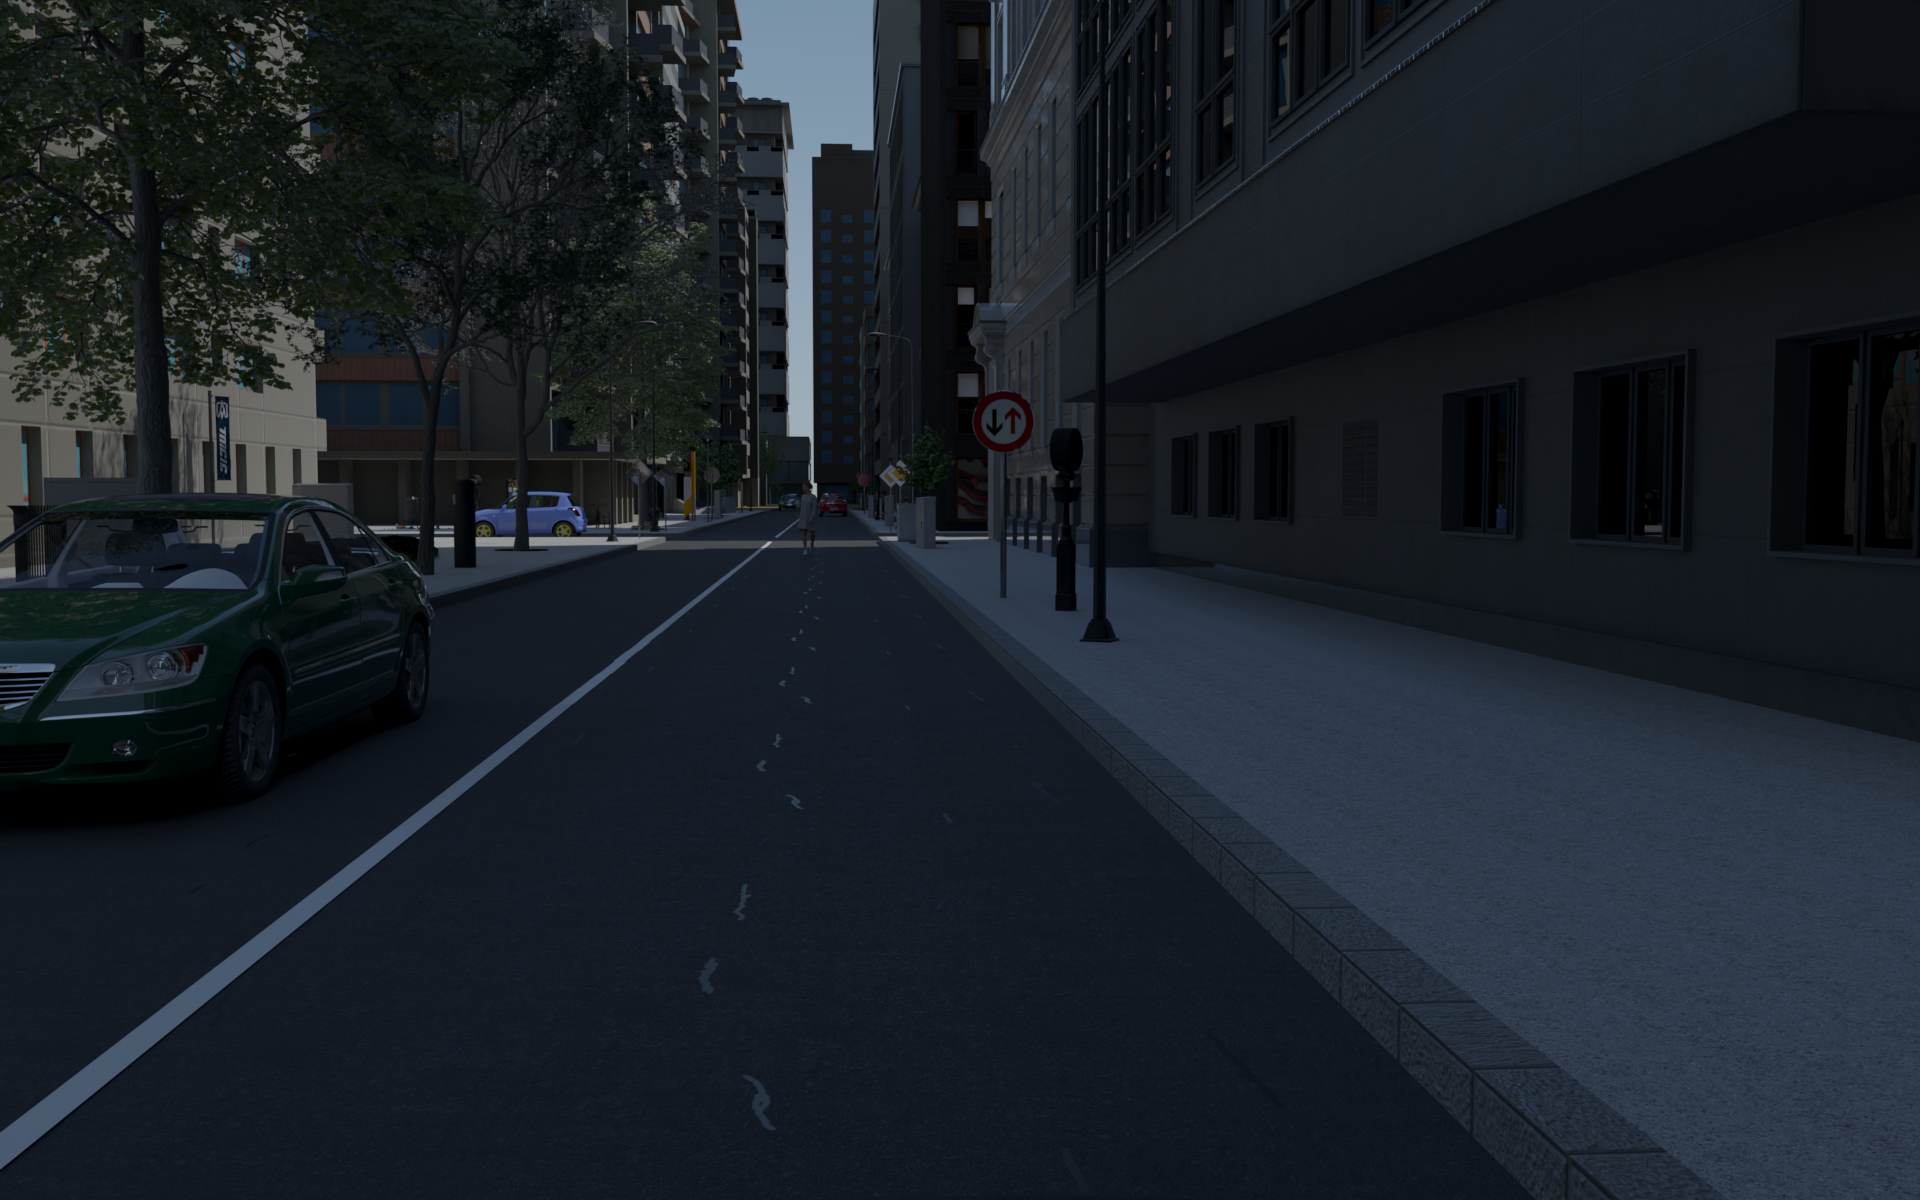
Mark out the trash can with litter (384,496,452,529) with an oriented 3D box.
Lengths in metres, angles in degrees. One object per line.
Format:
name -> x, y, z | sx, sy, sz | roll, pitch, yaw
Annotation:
trash can with litter -> -19.786, -3.202, 63.418 | 2.233, 1.210, 1.678 | 0, 4, 7

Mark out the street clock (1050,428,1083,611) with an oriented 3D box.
street clock -> 1.166, -0.883, 19.014 | 0.358, 2.002, 0.471 | 2, 4, 24

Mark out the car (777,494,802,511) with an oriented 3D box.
car -> -14.548, -8.301, 147.511 | 2.131, 1.459, 4.920 | 0, 4, -5

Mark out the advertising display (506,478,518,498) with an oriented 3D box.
advertising display -> -17.486, -3.863, 68.379 | 0.123, 1.923, 0.974 | 3, 4, 36

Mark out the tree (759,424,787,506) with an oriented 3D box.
tree -> -19.887, -14.106, 180.992 | 4.737, 8.622, 4.395 | 0, 3, 0

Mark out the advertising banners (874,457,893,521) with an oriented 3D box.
advertising banners -> -3.691, -5.345, 83.579 | 0.090, 3.025, 2.074 | -2, 4, -27

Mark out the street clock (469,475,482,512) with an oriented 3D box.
street clock -> -18.440, -3.756, 65.979 | 0.471, 2.002, 0.358 | 3, 4, 36

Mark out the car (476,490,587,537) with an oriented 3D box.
car -> -13.323, -2.659, 53.059 | 3.694, 1.707, 1.945 | 0, 4, -4

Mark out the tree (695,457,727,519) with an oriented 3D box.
tree -> -12.921, -5.882, 90.764 | 1.663, 3.219, 1.824 | 0, 3, 0

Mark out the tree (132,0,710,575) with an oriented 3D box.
tree -> -8.381, -5.652, 26.830 | 8.767, 10.594, 7.601 | -1, 4, -21

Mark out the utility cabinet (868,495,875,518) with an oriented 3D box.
utility cabinet -> -4.745, -5.026, 93.344 | 0.306, 1.237, 1.020 | 0, 4, 3

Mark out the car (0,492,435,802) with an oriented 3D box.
car -> -4.268, 0.138, 9.543 | 2.131, 1.459, 4.920 | 0, 4, -3

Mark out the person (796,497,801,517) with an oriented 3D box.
person -> -10.075, -5.798, 107.989 | 0.352, 1.250, 0.332 | -1, 4, -12

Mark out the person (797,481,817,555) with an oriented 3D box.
person -> -3.624, -1.953, 41.178 | 0.466, 1.731, 0.760 | 0, 4, -1

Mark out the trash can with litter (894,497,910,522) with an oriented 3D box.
trash can with litter -> -2.705, -4.095, 78.346 | 1.055, 1.170, 0.624 | 2, 4, 25

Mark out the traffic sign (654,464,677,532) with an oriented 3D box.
traffic sign -> -9.866, -3.327, 58.043 | 0.795, 2.450, 0.064 | 0, 4, -4

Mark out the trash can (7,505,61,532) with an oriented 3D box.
trash can -> -11.819, -0.650, 22.278 | 0.748, 1.137, 0.748 | 0, 3, 0

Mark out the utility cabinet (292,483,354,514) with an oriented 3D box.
utility cabinet -> -13.222, -1.668, 35.957 | 1.173, 1.500, 0.318 | 0, 4, 3

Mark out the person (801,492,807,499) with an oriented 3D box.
person -> -14.827, -9.714, 167.847 | 1.217, 1.766, 0.721 | 0, 4, -1

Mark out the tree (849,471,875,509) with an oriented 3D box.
tree -> -8.491, -9.397, 148.244 | 1.663, 3.219, 1.824 | 0, 3, 0

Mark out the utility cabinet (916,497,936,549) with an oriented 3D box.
utility cabinet -> -0.816, -1.826, 41.019 | 0.306, 1.237, 1.020 | -1, 4, -12

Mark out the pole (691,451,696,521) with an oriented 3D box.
pole -> -12.763, -5.448, 82.923 | 0.158, 3.312, 0.155 | 0, 3, 0

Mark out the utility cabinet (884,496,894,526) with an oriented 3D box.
utility cabinet -> -2.847, -3.563, 69.422 | 0.306, 1.237, 1.020 | 0, 4, -7

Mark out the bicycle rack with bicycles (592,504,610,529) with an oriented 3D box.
bicycle rack with bicycles -> -14.088, -3.102, 64.092 | 2.852, 0.926, 2.925 | -1, 4, -16

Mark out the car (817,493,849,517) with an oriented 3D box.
car -> -8.153, -6.227, 110.853 | 2.155, 1.783, 4.494 | 0, 4, -6

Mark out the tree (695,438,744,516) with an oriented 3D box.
tree -> -14.377, -7.236, 102.017 | 4.285, 4.588, 4.351 | 0, 3, 0

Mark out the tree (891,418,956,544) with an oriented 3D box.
tree -> -0.945, -3.059, 44.608 | 1.663, 3.219, 1.824 | 0, 3, 0

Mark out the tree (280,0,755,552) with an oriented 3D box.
tree -> -9.735, -7.847, 38.664 | 12.009, 13.543, 11.850 | 0, 3, 0

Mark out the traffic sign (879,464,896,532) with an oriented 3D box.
traffic sign -> -2.341, -3.360, 58.581 | 0.795, 2.450, 0.064 | 0, 4, -4

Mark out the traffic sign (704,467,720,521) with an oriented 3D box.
traffic sign -> -11.733, -4.998, 81.829 | 0.768, 2.556, 0.104 | 0, 4, 3

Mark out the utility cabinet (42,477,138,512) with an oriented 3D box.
utility cabinet -> -11.734, -0.904, 23.455 | 1.173, 1.500, 0.318 | -2, 4, -30

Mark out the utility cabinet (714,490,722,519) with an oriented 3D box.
utility cabinet -> -12.338, -4.863, 88.185 | 0.318, 1.500, 1.173 | 0, 4, -3

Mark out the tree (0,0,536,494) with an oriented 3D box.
tree -> -8.218, -6.067, 17.328 | 7.486, 12.596, 7.792 | 0, 3, 0

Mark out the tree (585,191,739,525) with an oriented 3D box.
tree -> -12.091, -8.983, 64.992 | 7.486, 12.596, 7.792 | 0, 3, 0

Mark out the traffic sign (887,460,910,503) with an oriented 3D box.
traffic sign -> -1.747, -2.873, 50.618 | 0.795, 2.450, 0.064 | 0, 4, -4
